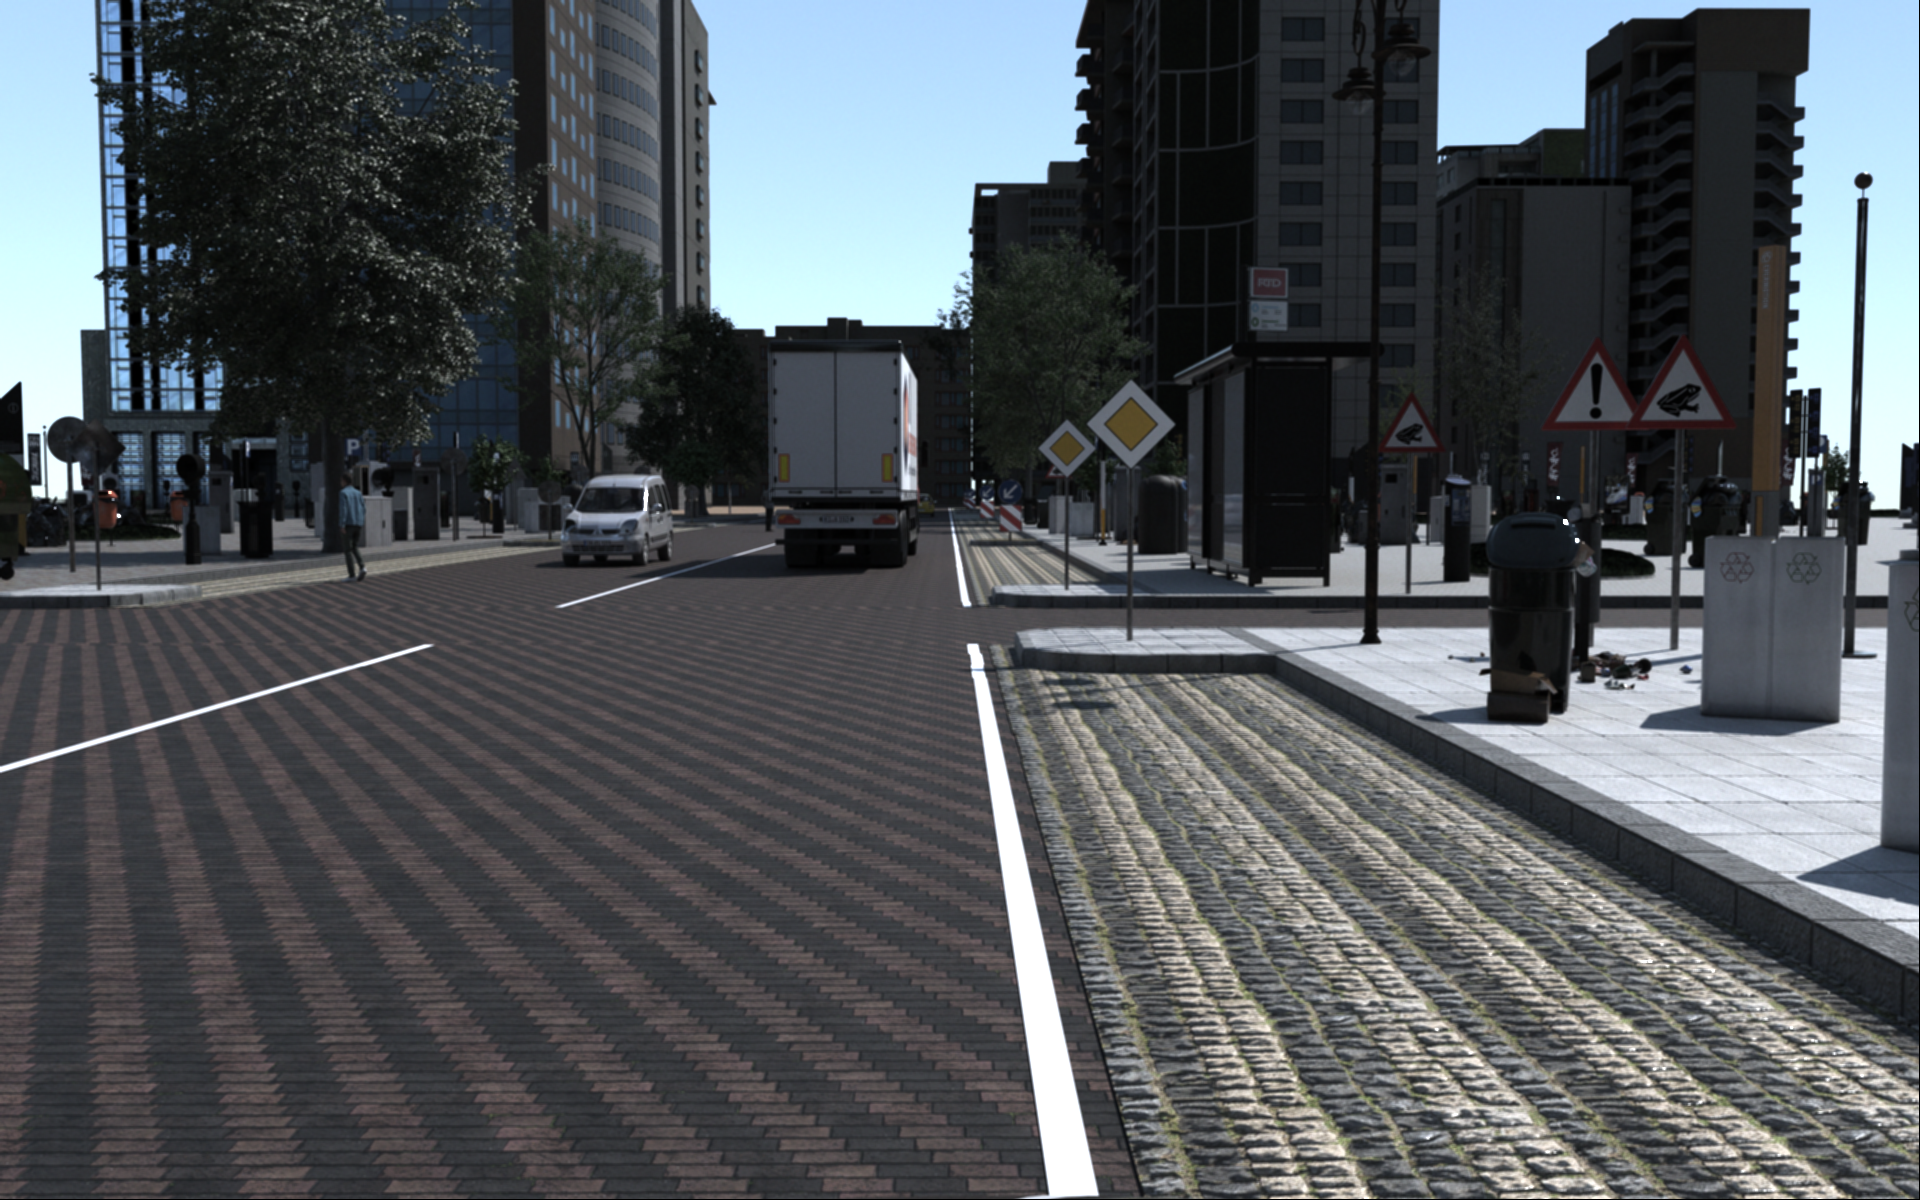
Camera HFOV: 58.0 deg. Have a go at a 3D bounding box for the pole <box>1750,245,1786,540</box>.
[{"bbox_3d":[6.682,-1.254,14.344,0.158,3.312,0.155,0,3,0],"label":"pole"}]

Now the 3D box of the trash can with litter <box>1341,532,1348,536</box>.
[{"bbox_3d":[11.090,-2.588,53.366,2.233,1.210,1.678,0,4,5],"label":"trash can with litter"}]

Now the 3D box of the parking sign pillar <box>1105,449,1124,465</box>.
[{"bbox_3d":[8.132,-6.151,89.049,1.447,3.967,1.447,-1,4,-9],"label":"parking sign pillar"}]

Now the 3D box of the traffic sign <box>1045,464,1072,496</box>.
[{"bbox_3d":[3.249,-3.502,57.265,0.884,2.594,0.081,0,4,5],"label":"traffic sign"}]

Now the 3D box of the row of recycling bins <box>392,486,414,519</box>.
[{"bbox_3d":[-29.080,-5.079,90.158,1.069,1.692,3.534,-3,4,-38],"label":"row of recycling bins"}]

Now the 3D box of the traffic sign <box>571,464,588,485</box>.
[{"bbox_3d":[-16.251,-4.517,73.952,0.768,2.556,0.104,0,4,4],"label":"traffic sign"}]

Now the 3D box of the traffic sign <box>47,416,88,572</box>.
[{"bbox_3d":[-14.580,-1.730,28.389,0.768,2.556,0.104,0,4,1],"label":"traffic sign"}]

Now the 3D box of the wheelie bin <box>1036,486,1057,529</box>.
[{"bbox_3d":[3.261,-3.443,64.197,0.693,1.594,0.980,-3,5,-42],"label":"wheelie bin"}]

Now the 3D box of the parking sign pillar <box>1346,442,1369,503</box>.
[{"bbox_3d":[20.445,-6.128,88.670,1.447,3.967,1.447,3,5,40],"label":"parking sign pillar"}]

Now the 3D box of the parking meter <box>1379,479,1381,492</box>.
[{"bbox_3d":[14.833,-3.353,60.538,0.255,1.863,0.399,-1,4,-15],"label":"parking meter"}]

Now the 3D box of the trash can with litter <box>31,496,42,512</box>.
[{"bbox_3d":[-31.040,-2.919,58.786,1.678,1.210,2.233,0,4,-2],"label":"trash can with litter"}]

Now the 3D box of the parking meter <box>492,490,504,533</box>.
[{"bbox_3d":[-15.098,-2.948,56.608,0.372,1.533,0.369,0,3,0],"label":"parking meter"}]

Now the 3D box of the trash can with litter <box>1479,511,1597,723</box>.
[{"bbox_3d":[3.368,0.079,10.093,0.624,1.170,1.055,1,4,21],"label":"trash can with litter"}]

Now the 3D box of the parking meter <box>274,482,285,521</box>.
[{"bbox_3d":[-32.053,-4.641,81.599,0.399,1.863,0.255,0,4,2],"label":"parking meter"}]

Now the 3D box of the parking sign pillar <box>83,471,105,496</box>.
[{"bbox_3d":[-48.521,-6.641,97.046,1.447,3.967,1.447,2,4,24],"label":"parking sign pillar"}]

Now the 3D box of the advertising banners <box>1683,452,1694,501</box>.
[{"bbox_3d":[30.186,-4.633,71.930,0.090,3.025,2.074,1,4,9],"label":"advertising banners"}]

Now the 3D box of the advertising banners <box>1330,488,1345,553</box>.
[{"bbox_3d":[7.533,-2.501,37.087,2.074,3.025,0.090,-3,4,-38],"label":"advertising banners"}]

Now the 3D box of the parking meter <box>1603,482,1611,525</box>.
[{"bbox_3d":[26.435,-3.971,70.635,0.255,1.863,0.399,0,4,4],"label":"parking meter"}]

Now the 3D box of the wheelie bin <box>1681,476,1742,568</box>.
[{"bbox_3d":[13.206,-1.367,30.259,0.980,1.594,0.693,-2,4,-35],"label":"wheelie bin"}]

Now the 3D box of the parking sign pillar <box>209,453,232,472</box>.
[{"bbox_3d":[-40.344,-6.486,94.519,1.447,3.967,1.447,2,4,26],"label":"parking sign pillar"}]

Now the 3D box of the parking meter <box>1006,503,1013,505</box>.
[{"bbox_3d":[2.503,-4.877,88.154,0.372,1.533,0.369,0,3,0],"label":"parking meter"}]

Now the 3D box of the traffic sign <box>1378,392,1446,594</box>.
[{"bbox_3d":[5.759,-1.357,22.187,0.884,2.594,0.081,0,4,1],"label":"traffic sign"}]

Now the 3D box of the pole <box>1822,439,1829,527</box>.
[{"bbox_3d":[32.324,-4.335,64.721,0.158,3.312,0.155,0,3,0],"label":"pole"}]

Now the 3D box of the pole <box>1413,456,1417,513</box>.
[{"bbox_3d":[24.090,-5.987,91.727,0.158,3.312,0.155,0,3,0],"label":"pole"}]

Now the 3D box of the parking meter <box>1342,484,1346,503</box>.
[{"bbox_3d":[20.142,-5.167,90.188,0.399,1.863,0.255,-1,4,-14],"label":"parking meter"}]

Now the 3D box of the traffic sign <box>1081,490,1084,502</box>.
[{"bbox_3d":[3.870,-3.336,54.645,0.768,2.556,0.104,0,4,3],"label":"traffic sign"}]

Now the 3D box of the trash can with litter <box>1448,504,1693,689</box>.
[{"bbox_3d":[4.394,-0.085,12.449,1.678,1.210,2.233,1,4,15],"label":"trash can with litter"}]

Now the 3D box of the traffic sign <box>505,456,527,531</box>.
[{"bbox_3d":[-15.353,-3.652,59.719,0.884,2.594,0.081,0,4,7],"label":"traffic sign"}]

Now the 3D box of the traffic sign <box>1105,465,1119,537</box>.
[{"bbox_3d":[4.427,-3.015,51.419,0.606,2.300,0.079,0,4,6],"label":"traffic sign"}]

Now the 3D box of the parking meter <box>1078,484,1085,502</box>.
[{"bbox_3d":[5.438,-4.383,77.369,0.255,1.863,0.399,0,4,-3],"label":"parking meter"}]

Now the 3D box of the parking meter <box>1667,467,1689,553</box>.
[{"bbox_3d":[15.527,-1.944,37.491,0.255,1.863,0.399,-2,4,-30],"label":"parking meter"}]

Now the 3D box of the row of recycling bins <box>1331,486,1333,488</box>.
[{"bbox_3d":[17.115,-4.678,83.593,1.069,1.692,3.534,-1,4,-12],"label":"row of recycling bins"}]

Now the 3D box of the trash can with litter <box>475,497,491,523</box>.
[{"bbox_3d":[-20.854,-3.983,76.512,0.624,1.170,1.055,2,4,29],"label":"trash can with litter"}]

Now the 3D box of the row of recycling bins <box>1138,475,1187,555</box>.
[{"bbox_3d":[4.826,-1.906,38.277,1.069,1.692,3.534,2,4,28],"label":"row of recycling bins"}]

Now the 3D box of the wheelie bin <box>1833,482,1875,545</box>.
[{"bbox_3d":[22.735,-2.207,43.999,0.980,1.594,0.693,0,4,4],"label":"wheelie bin"}]

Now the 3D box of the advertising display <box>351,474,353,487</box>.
[{"bbox_3d":[-17.399,-2.789,50.820,0.974,1.923,0.123,1,4,19],"label":"advertising display"}]

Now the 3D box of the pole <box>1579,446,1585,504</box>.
[{"bbox_3d":[26.457,-4.882,73.671,0.158,3.312,0.155,0,3,0],"label":"pole"}]

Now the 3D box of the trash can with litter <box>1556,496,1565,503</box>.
[{"bbox_3d":[31.219,-4.762,89.246,0.624,1.170,1.055,-3,5,-41],"label":"trash can with litter"}]

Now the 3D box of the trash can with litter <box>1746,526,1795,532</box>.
[{"bbox_3d":[27.643,-2.931,58.979,1.678,1.210,2.233,1,4,19],"label":"trash can with litter"}]

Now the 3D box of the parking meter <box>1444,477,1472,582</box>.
[{"bbox_3d":[7.303,-1.040,25.421,0.372,1.533,0.369,0,3,0],"label":"parking meter"}]

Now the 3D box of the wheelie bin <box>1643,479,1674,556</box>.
[{"bbox_3d":[14.832,-1.738,36.329,0.980,1.594,0.693,-2,4,-29],"label":"wheelie bin"}]

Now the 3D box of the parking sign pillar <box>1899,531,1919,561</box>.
[{"bbox_3d":[19.067,-2.756,33.526,1.447,3.967,1.447,0,4,7],"label":"parking sign pillar"}]

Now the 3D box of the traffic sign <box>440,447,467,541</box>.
[{"bbox_3d":[-13.822,-2.886,47.286,0.768,2.556,0.104,1,4,9],"label":"traffic sign"}]

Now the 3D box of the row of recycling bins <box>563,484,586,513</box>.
[{"bbox_3d":[-14.821,-3.857,70.173,1.069,1.692,3.534,1,4,21],"label":"row of recycling bins"}]

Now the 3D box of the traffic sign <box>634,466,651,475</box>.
[{"bbox_3d":[-14.286,-4.758,77.907,0.768,2.556,0.104,0,4,1],"label":"traffic sign"}]

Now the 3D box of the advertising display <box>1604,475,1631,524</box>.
[{"bbox_3d":[21.997,-3.227,57.977,0.123,1.923,0.974,-2,4,-28],"label":"advertising display"}]
